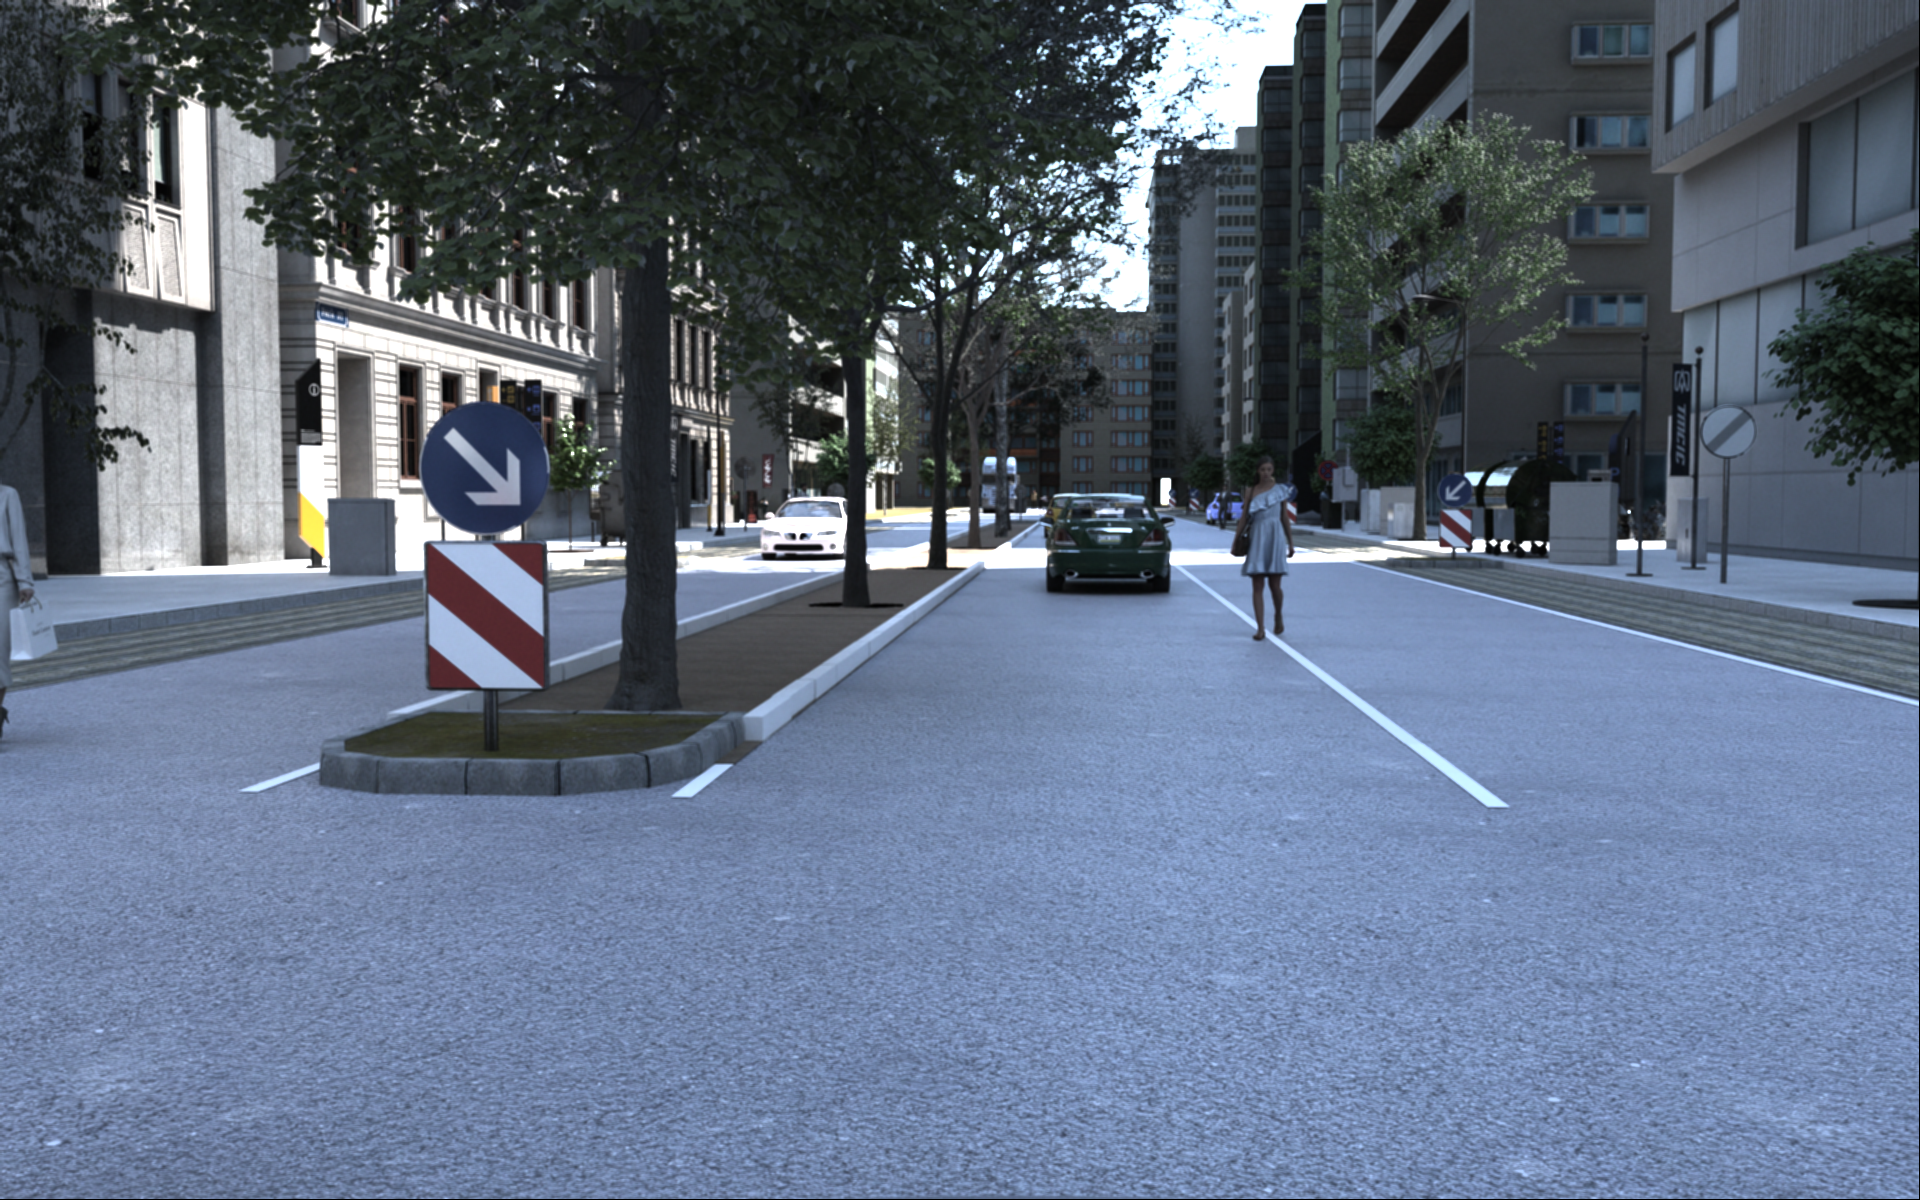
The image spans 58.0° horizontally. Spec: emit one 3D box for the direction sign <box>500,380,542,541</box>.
[{"bbox_3d":[-8.705,-2.594,34.414,0.876,3.537,0.379,1,4,11],"label":"direction sign"}]

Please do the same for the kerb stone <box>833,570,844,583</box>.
[{"bbox_3d":[-2.049,-0.351,28.023,0.120,0.150,1.000,0,4,4],"label":"kerb stone"}]

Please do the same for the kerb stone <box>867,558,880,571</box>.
[{"bbox_3d":[-1.698,-0.665,33.131,0.120,0.150,1.000,0,4,4],"label":"kerb stone"}]

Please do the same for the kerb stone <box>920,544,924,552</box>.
[{"bbox_3d":[-1.056,-1.226,42.340,0.120,0.150,1.000,0,4,4],"label":"kerb stone"}]

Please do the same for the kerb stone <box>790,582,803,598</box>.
[{"bbox_3d":[-2.341,-0.107,23.941,0.120,0.150,1.000,0,4,4],"label":"kerb stone"}]

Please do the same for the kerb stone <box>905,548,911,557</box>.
[{"bbox_3d":[-1.266,-1.043,39.256,0.120,0.150,1.000,0,4,4],"label":"kerb stone"}]

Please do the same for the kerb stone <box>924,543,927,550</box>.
[{"bbox_3d":[-0.988,-1.294,43.360,0.120,0.150,1.000,0,4,4],"label":"kerb stone"}]

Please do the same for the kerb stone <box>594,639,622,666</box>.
[{"bbox_3d":[-2.977,0.455,14.753,0.120,0.150,1.000,0,4,4],"label":"kerb stone"}]

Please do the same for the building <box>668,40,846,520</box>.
[{"bbox_3d":[-18.388,-28.894,96.116,21.300,48.544,21.600,0,4,4],"label":"building"}]

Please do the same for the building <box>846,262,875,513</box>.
[{"bbox_3d":[-13.433,-26.343,114.302,14.154,41.232,14.086,0,4,4],"label":"building"}]

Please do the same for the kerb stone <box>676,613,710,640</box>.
[{"bbox_3d":[-2.763,0.268,17.817,0.120,0.150,1.000,0,4,4],"label":"kerb stone"}]

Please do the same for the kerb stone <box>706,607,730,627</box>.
[{"bbox_3d":[-2.696,0.210,18.838,0.120,0.150,1.000,0,4,4],"label":"kerb stone"}]

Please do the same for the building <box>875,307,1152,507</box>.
[{"bbox_3d":[5.390,-20.784,184.853,28.899,21.520,27.650,0,4,4],"label":"building"}]

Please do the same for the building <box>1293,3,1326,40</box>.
[{"bbox_3d":[27.021,-20.429,105.717,14.160,30.474,14.107,0,4,4],"label":"building"}]

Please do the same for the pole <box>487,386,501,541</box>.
[{"bbox_3d":[-8.823,-2.383,32.800,0.158,3.312,0.155,0,3,0],"label":"pole"}]

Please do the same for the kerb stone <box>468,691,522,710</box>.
[{"bbox_3d":[-3.190,0.644,11.672,0.120,0.150,1.000,0,4,4],"label":"kerb stone"}]

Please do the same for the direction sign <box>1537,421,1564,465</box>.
[{"bbox_3d":[18.459,-3.805,54.202,0.379,3.537,0.876,-3,5,-44],"label":"direction sign"}]

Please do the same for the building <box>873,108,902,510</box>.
[{"bbox_3d":[-17.303,-27.613,143.350,23.993,40.220,32.217,0,4,4],"label":"building"}]

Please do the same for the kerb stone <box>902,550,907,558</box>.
[{"bbox_3d":[-1.341,-0.978,38.235,0.120,0.150,1.000,0,4,4],"label":"kerb stone"}]

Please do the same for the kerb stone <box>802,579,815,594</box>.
[{"bbox_3d":[-2.261,-0.169,24.960,0.120,0.150,1.000,0,4,4],"label":"kerb stone"}]

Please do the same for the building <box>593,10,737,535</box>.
[{"bbox_3d":[-14.823,-12.158,63.406,10.561,19.102,19.286,0,4,4],"label":"building"}]

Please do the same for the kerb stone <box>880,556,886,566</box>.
[{"bbox_3d":[-1.627,-0.728,34.151,0.120,0.150,1.000,0,4,4],"label":"kerb stone"}]

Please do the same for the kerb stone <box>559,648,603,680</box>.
[{"bbox_3d":[-3.043,0.522,13.727,0.120,0.150,1.000,0,4,4],"label":"kerb stone"}]

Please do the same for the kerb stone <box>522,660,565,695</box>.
[{"bbox_3d":[-3.123,0.581,12.698,0.120,0.150,1.000,0,4,4],"label":"kerb stone"}]

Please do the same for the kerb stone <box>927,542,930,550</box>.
[{"bbox_3d":[-0.904,-1.358,44.391,0.120,0.150,1.000,0,4,4],"label":"kerb stone"}]

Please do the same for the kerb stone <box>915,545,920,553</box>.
[{"bbox_3d":[-1.130,-1.169,41.305,0.120,0.150,1.000,0,4,4],"label":"kerb stone"}]

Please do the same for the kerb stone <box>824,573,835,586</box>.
[{"bbox_3d":[-2.125,-0.294,27.000,0.120,0.150,1.000,0,4,4],"label":"kerb stone"}]

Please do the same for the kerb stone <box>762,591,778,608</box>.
[{"bbox_3d":[-2.478,0.018,21.900,0.120,0.150,1.000,0,4,4],"label":"kerb stone"}]

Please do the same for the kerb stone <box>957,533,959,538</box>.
[{"bbox_3d":[-0.202,-1.983,54.620,0.120,0.150,1.000,0,4,4],"label":"kerb stone"}]

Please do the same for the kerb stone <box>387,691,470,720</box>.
[{"bbox_3d":[-3.261,0.707,10.641,0.120,0.150,1.000,0,4,4],"label":"kerb stone"}]

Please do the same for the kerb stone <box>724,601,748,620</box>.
[{"bbox_3d":[-2.621,0.143,19.857,0.120,0.150,1.000,0,4,4],"label":"kerb stone"}]

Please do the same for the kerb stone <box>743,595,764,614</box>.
[{"bbox_3d":[-2.550,0.081,20.878,0.120,0.150,1.000,0,4,4],"label":"kerb stone"}]

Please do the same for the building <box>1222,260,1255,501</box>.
[{"bbox_3d":[36.464,-18.107,141.094,27.650,21.520,28.899,0,4,4],"label":"building"}]

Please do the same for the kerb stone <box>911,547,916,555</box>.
[{"bbox_3d":[-1.198,-1.106,40.285,0.120,0.150,1.000,0,4,4],"label":"kerb stone"}]

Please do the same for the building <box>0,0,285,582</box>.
[{"bbox_3d":[-19.496,-12.514,22.627,12.078,24.808,19.932,0,4,4],"label":"building"}]

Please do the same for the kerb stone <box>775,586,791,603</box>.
[{"bbox_3d":[-2.411,-0.044,22.921,0.120,0.150,1.000,0,4,4],"label":"kerb stone"}]

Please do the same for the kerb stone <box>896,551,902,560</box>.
[{"bbox_3d":[-1.411,-0.919,37.215,0.120,0.150,1.000,0,4,4],"label":"kerb stone"}]

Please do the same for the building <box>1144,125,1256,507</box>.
[{"bbox_3d":[32.043,-30.166,185.096,23.993,40.220,32.217,0,4,4],"label":"building"}]

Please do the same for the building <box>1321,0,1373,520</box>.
[{"bbox_3d":[26.114,-24.932,91.226,14.154,41.232,14.086,0,4,4],"label":"building"}]

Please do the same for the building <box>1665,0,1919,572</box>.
[{"bbox_3d":[27.861,-26.621,24.486,27.495,52.752,28.713,0,4,4],"label":"building"}]

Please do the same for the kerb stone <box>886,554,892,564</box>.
[{"bbox_3d":[-1.556,-0.793,35.170,0.120,0.150,1.000,0,4,4],"label":"kerb stone"}]

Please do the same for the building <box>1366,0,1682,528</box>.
[{"bbox_3d":[28.836,-27.184,68.168,21.300,48.544,21.600,0,4,4],"label":"building"}]

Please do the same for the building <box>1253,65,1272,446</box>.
[{"bbox_3d":[27.265,-21.299,119.944,14.160,30.474,14.107,0,4,4],"label":"building"}]

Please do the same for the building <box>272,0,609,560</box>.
[{"bbox_3d":[-16.798,-12.664,43.208,11.583,22.565,21.152,0,4,4],"label":"building"}]

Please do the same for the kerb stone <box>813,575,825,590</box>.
[{"bbox_3d":[-2.193,-0.231,25.980,0.120,0.150,1.000,0,4,4],"label":"kerb stone"}]

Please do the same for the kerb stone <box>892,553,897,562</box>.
[{"bbox_3d":[-1.483,-0.856,36.196,0.120,0.150,1.000,0,4,4],"label":"kerb stone"}]

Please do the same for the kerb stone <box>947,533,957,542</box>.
[{"bbox_3d":[-0.272,-1.920,53.592,0.120,0.150,1.000,0,4,4],"label":"kerb stone"}]
